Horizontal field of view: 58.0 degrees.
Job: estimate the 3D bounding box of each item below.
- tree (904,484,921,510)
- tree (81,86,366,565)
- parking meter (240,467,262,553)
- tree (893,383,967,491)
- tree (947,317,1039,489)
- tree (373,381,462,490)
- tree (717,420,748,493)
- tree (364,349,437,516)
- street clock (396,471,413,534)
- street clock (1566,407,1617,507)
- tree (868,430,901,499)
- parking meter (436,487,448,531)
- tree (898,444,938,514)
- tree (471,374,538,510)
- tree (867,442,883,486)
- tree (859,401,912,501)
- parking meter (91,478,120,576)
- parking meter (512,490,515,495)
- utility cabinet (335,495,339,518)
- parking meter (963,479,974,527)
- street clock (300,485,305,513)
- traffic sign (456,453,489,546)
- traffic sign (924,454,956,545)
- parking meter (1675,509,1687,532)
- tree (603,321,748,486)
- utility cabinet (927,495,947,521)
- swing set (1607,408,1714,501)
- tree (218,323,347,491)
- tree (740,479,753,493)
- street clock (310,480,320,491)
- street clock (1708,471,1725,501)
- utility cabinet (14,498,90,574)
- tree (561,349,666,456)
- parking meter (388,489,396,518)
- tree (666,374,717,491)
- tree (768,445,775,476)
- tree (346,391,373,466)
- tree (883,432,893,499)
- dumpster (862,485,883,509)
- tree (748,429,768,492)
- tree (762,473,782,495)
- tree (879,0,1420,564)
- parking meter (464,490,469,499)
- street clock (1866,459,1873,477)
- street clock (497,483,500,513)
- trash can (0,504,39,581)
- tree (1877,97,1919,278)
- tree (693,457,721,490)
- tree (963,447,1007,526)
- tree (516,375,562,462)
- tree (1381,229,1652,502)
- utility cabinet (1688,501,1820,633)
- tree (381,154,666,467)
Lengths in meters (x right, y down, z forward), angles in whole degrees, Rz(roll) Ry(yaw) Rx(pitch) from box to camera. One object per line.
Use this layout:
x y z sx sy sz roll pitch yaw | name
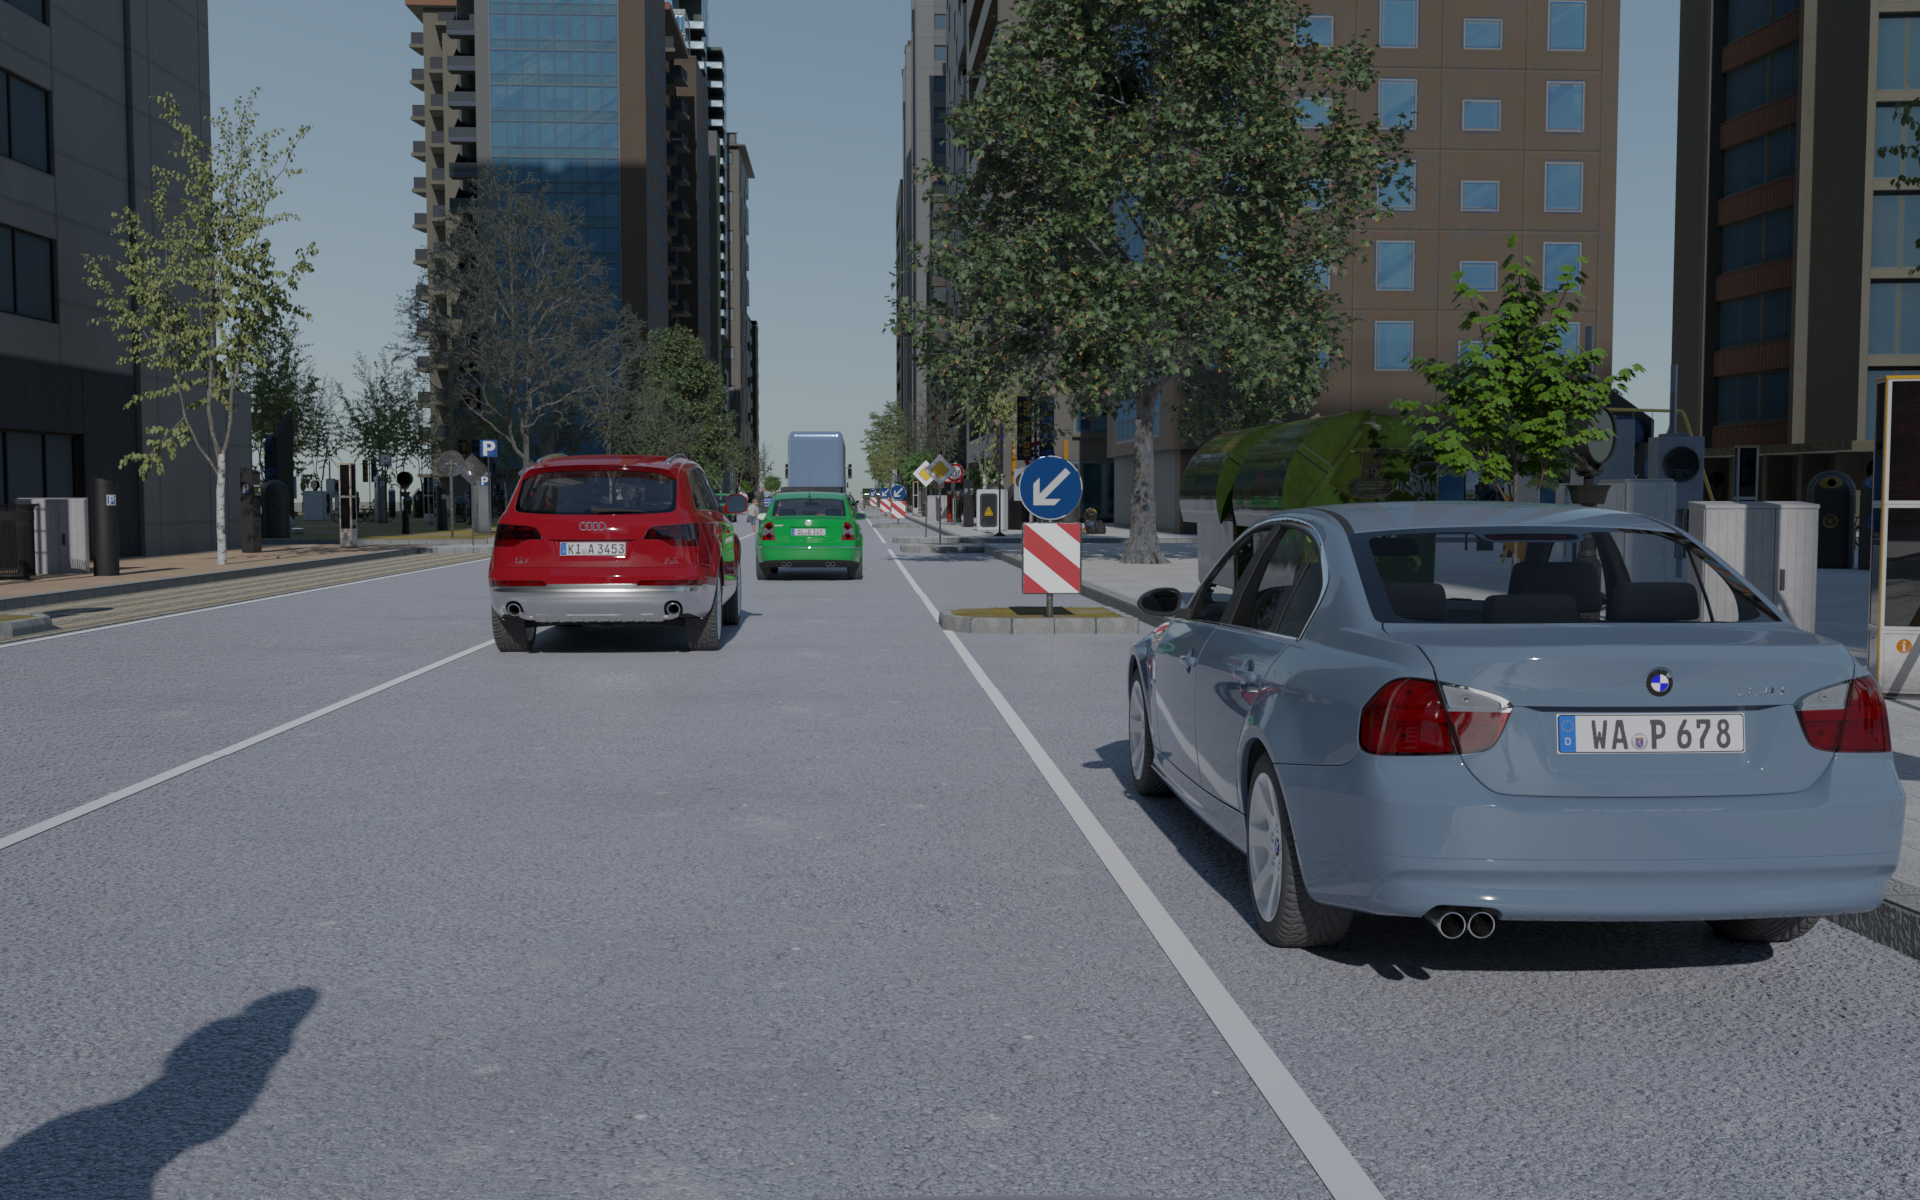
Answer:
-3.778 -9.011 141.929 1.663 3.219 1.824 0 3 0 | tree
-13.595 -4.963 31.500 4.737 8.622 4.395 0 3 0 | tree
-15.441 -1.958 37.727 0.399 1.863 0.255 1 4 22 | parking meter
-1.053 -9.555 106.583 4.360 8.622 3.978 0 3 0 | tree
1.124 -6.932 63.708 4.737 8.622 4.395 0 3 0 | tree
-34.611 -9.881 111.917 4.360 8.622 3.978 0 3 0 | tree
-21.936 -12.620 156.698 4.360 8.622 3.978 0 3 0 | tree
-29.230 -8.353 86.933 4.737 8.622 4.395 0 3 0 | tree
-17.731 -3.107 55.364 0.471 2.002 0.358 0 4 1 | street clock
5.241 -0.605 14.461 0.471 2.002 0.358 -3 5 -39 | street clock
-8.417 -15.140 197.900 4.737 8.622 4.395 0 3 0 | tree
-18.266 -3.220 61.055 0.372 1.533 0.369 0 3 0 | parking meter
-2.435 -8.008 114.649 4.285 4.588 4.351 0 3 0 | tree
-27.476 -9.442 104.731 4.737 8.622 4.395 0 3 0 | tree
-10.145 -16.969 227.808 4.360 8.622 3.978 0 3 0 | tree
-8.339 -17.837 209.758 7.486 12.596 7.792 0 3 0 | tree
-13.411 -1.148 27.175 0.372 1.533 0.369 0 3 0 | parking meter
-24.552 -5.334 95.620 0.372 1.533 0.369 0 3 0 | parking meter
-33.679 -5.099 94.523 0.306 1.237 1.020 1 4 20 | utility cabinet
0.340 -3.750 67.027 0.255 1.863 0.399 -3 5 -44 | parking meter
-44.503 -6.898 117.354 0.358 2.002 0.471 0 4 -6 | street clock
-12.024 -2.391 42.732 0.795 2.450 0.064 0 4 -4 | traffic sign
-0.502 -2.434 43.445 0.795 2.450 0.064 0 4 -4 | traffic sign
14.404 -1.614 34.799 0.372 1.533 0.369 0 3 0 | parking meter
-18.826 -12.083 114.563 9.611 12.733 9.660 0 3 0 | tree
-1.034 -4.369 82.596 1.020 1.237 0.306 1 4 13 | utility cabinet
12.103 -2.081 31.642 3.119 2.851 2.862 -1 4 -21 | swing set
-28.942 -7.474 72.566 4.360 8.622 3.978 0 3 0 | tree
-24.935 -12.571 200.134 1.663 3.219 1.824 0 3 0 | tree
-33.892 -5.291 91.080 0.471 2.002 0.358 2 4 26 | street clock
23.849 -3.064 54.669 0.471 2.002 0.358 1 4 15 | street clock
-14.653 -1.027 27.961 1.020 1.237 0.306 -1 4 -17 | utility cabinet
-16.940 -8.235 85.006 4.360 8.622 3.978 0 3 0 | tree
-30.960 -5.260 94.406 0.372 1.533 0.369 0 3 0 | parking meter
-17.875 -9.437 104.654 4.360 8.622 3.978 0 3 0 | tree
-27.607 -17.674 239.334 4.360 8.622 3.978 0 3 0 | tree
-39.066 -9.519 106.005 4.360 8.622 3.978 0 3 0 | tree
-3.390 -11.276 134.730 4.360 8.622 3.978 0 3 0 | tree
-8.246 -9.695 163.456 1.985 2.255 1.502 0 4 -3 | dumpster
-23.011 -14.114 181.122 4.360 8.622 3.978 0 3 0 | tree
-28.813 -17.212 265.135 4.285 4.588 4.351 0 3 0 | tree
3.412 -7.014 31.688 9.611 12.733 9.660 0 3 0 | tree
-34.085 -6.817 119.867 0.372 1.533 0.369 0 3 0 | parking meter
18.538 -1.857 34.931 0.358 2.002 0.471 -2 4 -33 | street clock
-29.129 -6.373 108.773 0.471 2.002 0.358 -2 4 -28 | street clock
-14.163 -0.870 25.875 0.748 1.137 0.748 0 3 0 | trash can
12.066 -4.191 18.887 4.737 8.622 4.395 0 3 0 | tree
-21.108 -9.688 142.115 4.285 4.588 4.351 0 3 0 | tree
1.072 -4.607 69.919 1.663 3.219 1.824 0 3 0 | tree
-21.447 -8.776 93.852 4.360 8.622 3.978 0 3 0 | tree
4.088 -1.114 12.818 1.663 3.219 1.824 0 3 0 | tree
6.783 -0.224 14.826 1.020 1.237 0.306 0 4 -5 | utility cabinet
-16.158 -9.380 63.739 12.009 13.543 11.850 0 3 0 | tree
